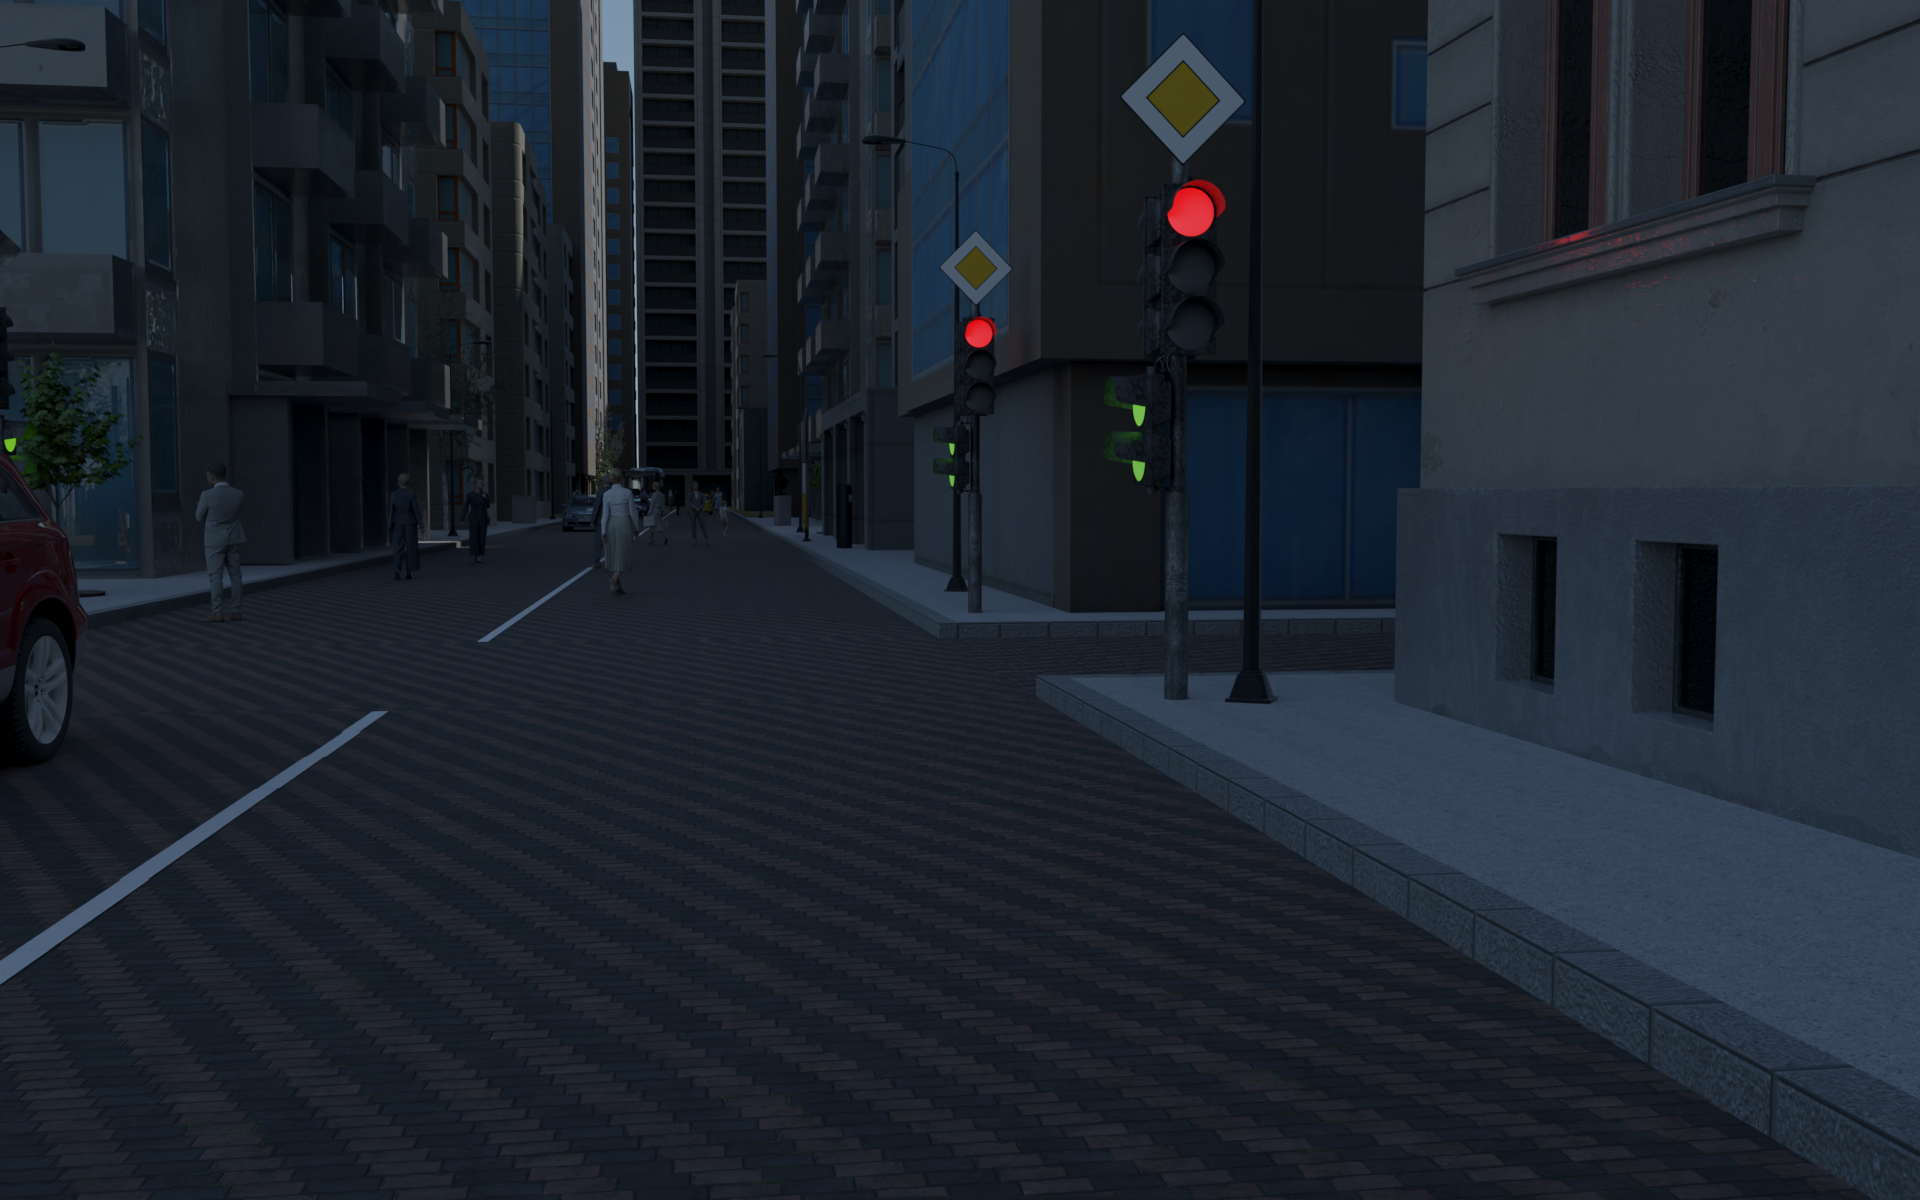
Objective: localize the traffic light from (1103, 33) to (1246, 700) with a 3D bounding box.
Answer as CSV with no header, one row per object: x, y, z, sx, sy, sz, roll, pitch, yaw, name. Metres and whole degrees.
1.334,-1.334,10.737,0.839,4.253,0.868,-1,4,-9,traffic light

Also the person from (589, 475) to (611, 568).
-6.949,-1.535,33.769,0.590,1.801,0.661,3,5,43,person

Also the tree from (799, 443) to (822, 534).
-4.151,-3.764,56.144,1.663,3.219,1.824,0,3,0,tree

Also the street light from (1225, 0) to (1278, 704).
1.273,-2.321,10.496,1.470,5.913,1.316,-1,4,-9,street light

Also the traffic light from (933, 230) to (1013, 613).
0.143,-1.817,18.633,0.839,4.253,0.868,-1,4,-9,traffic light

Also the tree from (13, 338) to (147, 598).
-11.309,-1.646,21.513,1.663,3.219,1.824,0,3,0,tree

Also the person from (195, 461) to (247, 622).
-8.355,-0.663,19.524,0.466,1.800,0.511,1,4,23,person

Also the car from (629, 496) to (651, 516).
-18.594,-5.312,99.425,1.945,1.354,3.894,0,4,-7,car

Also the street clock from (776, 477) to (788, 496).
-7.556,-4.223,73.609,0.471,2.002,0.358,-3,5,-40,street clock

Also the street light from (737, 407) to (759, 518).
-11.163,-7.322,92.252,1.470,5.913,1.316,-1,4,-9,street light

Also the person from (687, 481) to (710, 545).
-7.329,-2.429,48.493,0.520,1.790,0.573,-2,4,-35,person

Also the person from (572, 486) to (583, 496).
-18.432,-4.590,83.653,0.679,1.850,0.850,2,4,24,person

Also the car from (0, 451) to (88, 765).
-5.678,0.064,7.633,2.281,1.827,5.304,0,4,-7,car

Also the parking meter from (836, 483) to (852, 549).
-2.733,-1.988,40.917,0.372,1.533,0.369,0,3,0,parking meter

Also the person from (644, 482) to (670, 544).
-8.612,-2.469,49.226,0.624,1.780,0.694,3,5,40,person

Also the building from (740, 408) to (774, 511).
-4.331,-49.588,123.432,22.319,86.520,31.000,-1,4,-9,building

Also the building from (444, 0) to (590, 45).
-34.069,-29.062,125.270,14.600,45.320,14.200,-1,4,-9,building

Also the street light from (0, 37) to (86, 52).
-9.599,-2.762,17.706,1.470,5.913,1.316,-1,4,-9,street light

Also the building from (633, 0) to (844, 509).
-23.963,-45.670,184.951,20.611,71.187,20.563,-1,4,-9,building

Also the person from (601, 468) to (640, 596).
-4.830,-0.961,24.445,0.478,1.798,0.641,1,4,16,person

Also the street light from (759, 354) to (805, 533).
-5.858,-5.203,57.611,1.470,5.913,1.316,-1,4,-9,street light

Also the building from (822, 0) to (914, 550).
7.300,-37.011,43.389,20.563,71.187,20.611,-1,4,-9,building

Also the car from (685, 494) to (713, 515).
-17.974,-6.694,119.667,2.015,1.641,3.980,-1,4,-10,car

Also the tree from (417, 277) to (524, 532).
-17.145,-6.598,58.233,4.360,8.622,3.978,0,3,0,tree

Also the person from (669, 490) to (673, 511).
-23.732,-8.163,142.692,0.721,1.736,1.217,-1,4,-10,person

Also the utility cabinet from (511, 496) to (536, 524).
-18.984,-3.930,75.424,1.020,1.237,0.306,1,4,11,utility cabinet

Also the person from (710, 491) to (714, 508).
-23.866,-9.629,166.481,0.434,1.755,0.990,1,4,18,person

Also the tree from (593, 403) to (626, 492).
-28.732,-11.465,137.820,4.360,8.622,3.978,0,3,0,tree

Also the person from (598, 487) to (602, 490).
-18.731,-4.999,90.465,0.641,1.798,0.478,-2,4,-23,person

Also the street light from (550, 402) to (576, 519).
-20.058,-7.030,87.487,1.470,5.913,1.316,-1,4,-9,street light

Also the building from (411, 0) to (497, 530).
-33.306,-13.961,73.299,27.650,21.520,28.899,-1,4,-9,building

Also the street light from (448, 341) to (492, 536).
-14.848,-4.887,52.451,1.470,5.913,1.316,-1,4,-9,street light

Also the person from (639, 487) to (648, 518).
-19.268,-5.897,104.778,0.709,1.838,0.599,2,4,33,person

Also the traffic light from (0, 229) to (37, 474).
-9.655,-1.726,17.144,0.839,4.253,0.868,-1,4,-9,traffic light

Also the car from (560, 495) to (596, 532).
-14.593,-3.418,67.881,2.014,1.417,4.499,-1,4,-9,car

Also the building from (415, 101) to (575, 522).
-38.258,-15.815,103.615,27.650,21.520,28.899,-1,4,-9,building

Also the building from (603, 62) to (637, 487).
-40.986,-32.366,179.301,14.200,45.320,14.600,-1,4,-9,building

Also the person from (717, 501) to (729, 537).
-7.950,-2.706,57.758,0.505,1.210,0.382,2,4,31,person

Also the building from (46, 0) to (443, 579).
-23.546,-25.461,35.894,23.786,49.044,30.456,-1,4,-9,building

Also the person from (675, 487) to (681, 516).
-18.378,-6.420,113.098,0.705,1.869,1.348,0,4,-5,person

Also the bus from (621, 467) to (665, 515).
-21.408,-7.476,117.090,2.948,3.499,13.247,0,4,-8,bus

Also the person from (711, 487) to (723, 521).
-12.679,-5.009,90.487,0.616,1.811,0.778,0,4,3,person

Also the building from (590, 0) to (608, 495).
-42.595,-43.773,153.936,20.611,71.187,20.563,-1,4,-9,building

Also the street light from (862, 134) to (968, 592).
-0.576,-3.062,22.609,1.470,5.913,1.316,-1,4,-9,street light

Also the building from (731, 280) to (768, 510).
-6.416,-19.029,156.168,27.650,21.520,28.899,-1,4,-9,building

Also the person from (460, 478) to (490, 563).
-10.136,-1.674,36.284,0.534,1.772,0.576,3,4,37,person

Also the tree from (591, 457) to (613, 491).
-30.014,-9.725,142.717,4.285,4.588,4.351,0,3,0,tree

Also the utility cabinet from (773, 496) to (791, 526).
-7.231,-3.629,70.503,0.306,1.237,1.020,1,4,22,utility cabinet

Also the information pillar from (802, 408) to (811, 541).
-4.170,-3.392,46.815,0.183,3.616,0.504,0,4,5,information pillar

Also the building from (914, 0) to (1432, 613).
6.836,-22.914,24.749,14.200,45.320,14.600,-1,4,-9,building

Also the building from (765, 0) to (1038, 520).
-4.131,-27.589,101.193,14.600,45.320,14.200,-1,4,-9,building

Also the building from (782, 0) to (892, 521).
4.243,-28.003,77.453,23.786,49.044,30.456,-1,4,-9,building

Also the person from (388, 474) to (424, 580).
-9.261,-1.224,28.940,0.576,1.772,0.534,-1,4,-20,person
